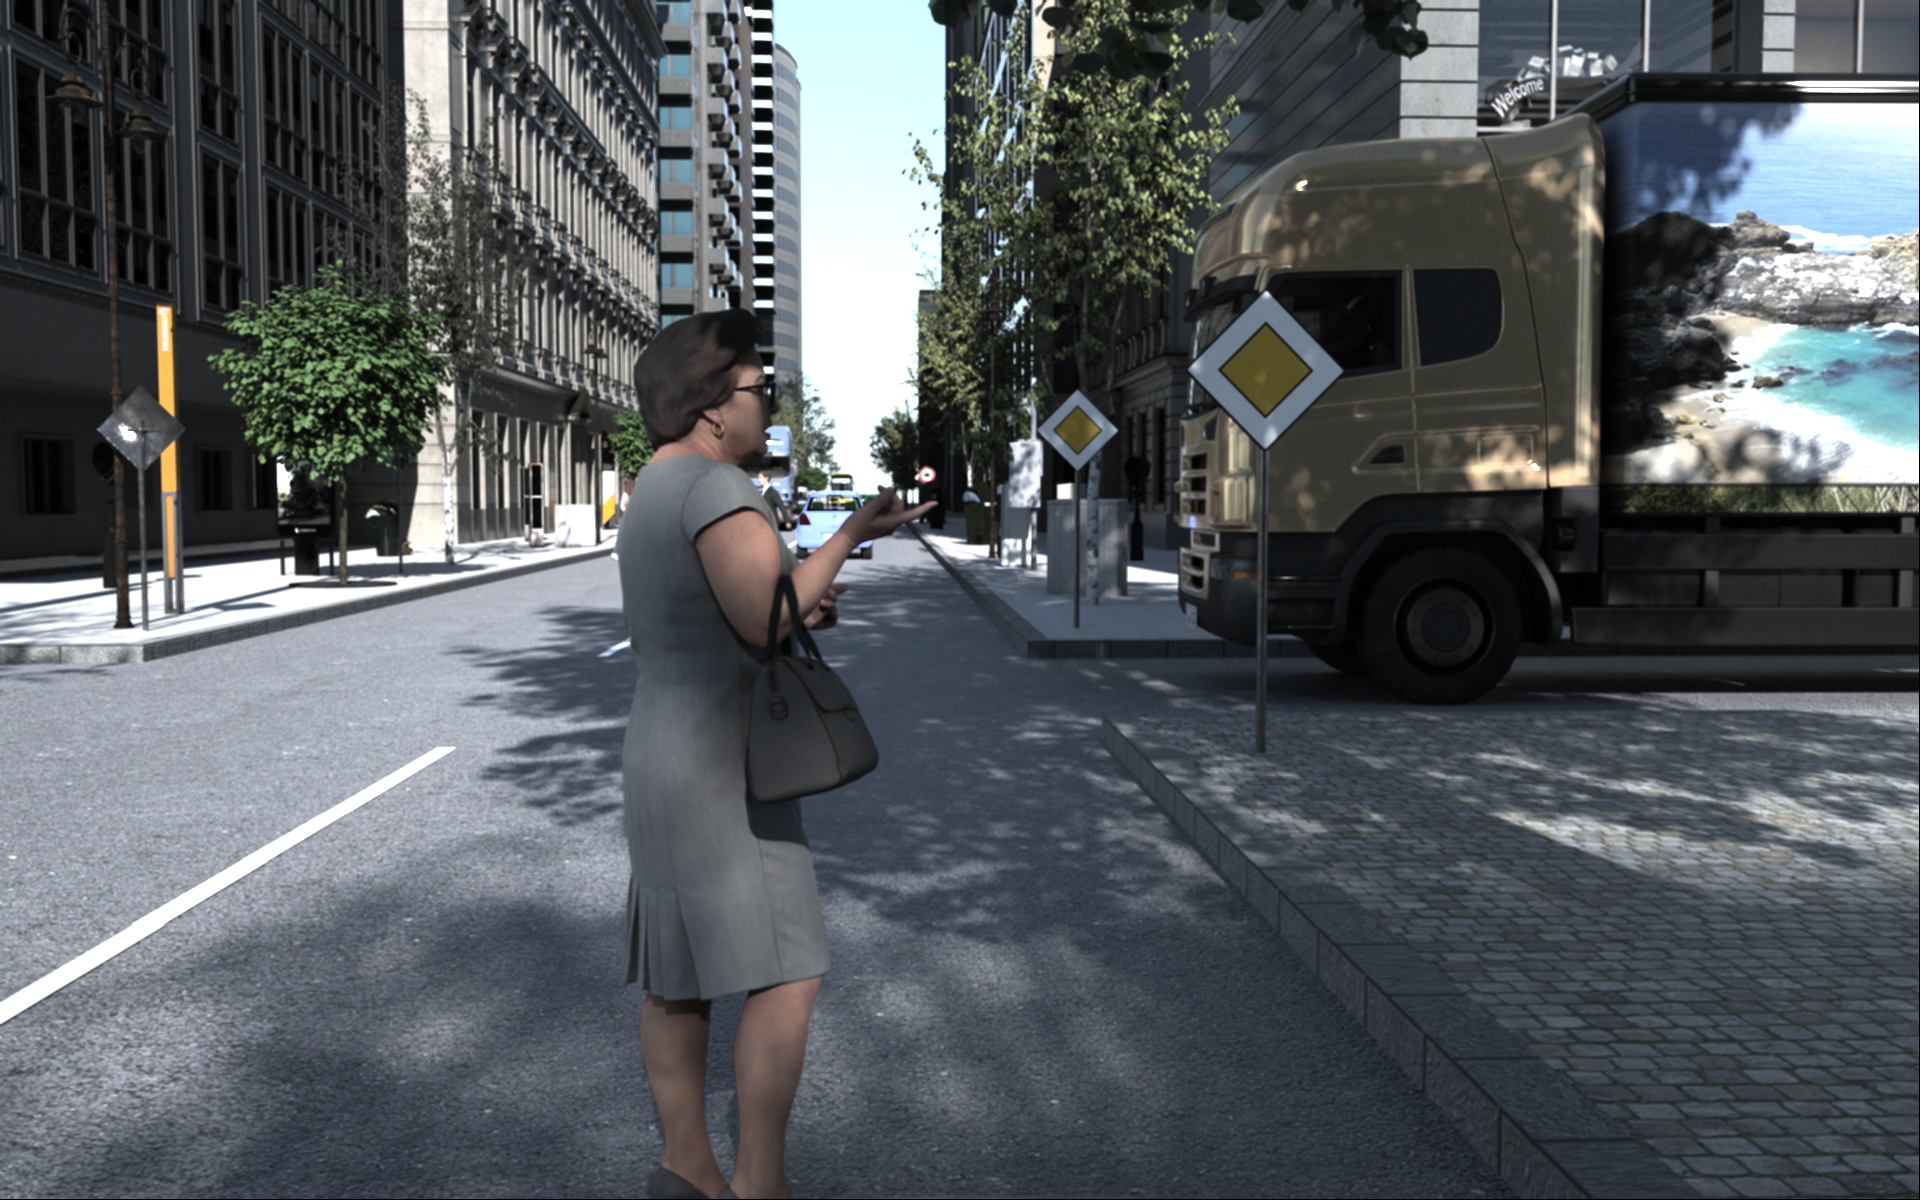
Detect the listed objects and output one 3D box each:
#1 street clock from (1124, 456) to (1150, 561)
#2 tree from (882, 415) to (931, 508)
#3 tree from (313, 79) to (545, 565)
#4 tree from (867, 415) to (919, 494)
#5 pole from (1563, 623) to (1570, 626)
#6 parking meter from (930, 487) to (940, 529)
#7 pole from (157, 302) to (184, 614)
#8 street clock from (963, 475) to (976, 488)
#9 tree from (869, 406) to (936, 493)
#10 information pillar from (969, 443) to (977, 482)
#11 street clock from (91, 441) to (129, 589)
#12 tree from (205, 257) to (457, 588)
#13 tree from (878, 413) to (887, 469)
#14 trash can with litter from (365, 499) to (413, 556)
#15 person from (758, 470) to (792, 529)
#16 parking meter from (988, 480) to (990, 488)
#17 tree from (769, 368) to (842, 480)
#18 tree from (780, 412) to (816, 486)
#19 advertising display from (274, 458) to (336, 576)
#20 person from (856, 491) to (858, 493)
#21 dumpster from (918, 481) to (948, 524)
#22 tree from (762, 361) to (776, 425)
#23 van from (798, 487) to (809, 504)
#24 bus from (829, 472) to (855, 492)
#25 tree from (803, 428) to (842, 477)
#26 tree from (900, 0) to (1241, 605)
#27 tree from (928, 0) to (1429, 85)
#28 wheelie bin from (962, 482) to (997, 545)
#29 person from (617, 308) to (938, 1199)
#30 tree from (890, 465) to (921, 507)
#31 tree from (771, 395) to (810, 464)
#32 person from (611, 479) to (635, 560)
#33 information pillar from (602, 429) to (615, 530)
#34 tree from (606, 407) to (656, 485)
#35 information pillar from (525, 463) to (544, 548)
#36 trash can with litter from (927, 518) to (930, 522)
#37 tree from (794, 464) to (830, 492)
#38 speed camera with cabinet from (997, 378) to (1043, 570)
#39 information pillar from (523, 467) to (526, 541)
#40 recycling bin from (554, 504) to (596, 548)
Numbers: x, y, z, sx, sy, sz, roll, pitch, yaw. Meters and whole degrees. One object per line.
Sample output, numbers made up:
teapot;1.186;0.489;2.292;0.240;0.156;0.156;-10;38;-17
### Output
street clock;3.407;-1.758;33.321;0.358;2.002;0.471;-3;5;-45
tree;-4.798;-12.443;153.811;4.360;8.622;3.978;0;3;0
tree;-9.297;-4.929;30.950;4.360;8.622;3.978;0;3;0
tree;-8.653;-18.497;228.176;9.928;11.665;9.643;0;3;0
pole;5.944;-1.402;16.774;0.158;3.312;0.155;0;3;0
parking meter;-0.922;-3.417;64.285;0.372;1.533;0.369;0;3;0
pole;-8.447;-1.510;18.528;0.158;3.312;0.155;0;3;0
street clock;0.346;-3.611;63.604;0.471;2.002;0.358;0;4;5
tree;-6.147;-15.258;183.887;7.601;10.594;8.767;-1;4;-20
information pillar;0.575;-5.350;78.832;0.504;3.616;0.183;3;5;44
street clock;-11.549;-1.163;23.580;0.471;2.002;0.358;2;4;26
tree;-8.708;-2.471;24.116;4.285;4.588;4.351;0;3;0
tree;0.410;-5.913;47.036;4.737;8.622;4.395;0;3;0
trash can with litter;-11.821;-1.502;35.949;0.624;1.170;1.055;0;4;7
person;-3.433;-1.373;30.729;0.755;1.850;0.659;-2;4;-26
parking meter;1.309;-4.092;72.609;0.255;1.863;0.399;0;4;3
tree;-16.101;-15.721;167.414;12.009;13.543;11.850;0;3;0
tree;-14.854;-12.404;153.168;4.360;8.622;3.978;0;3;0
advertising display;-10.314;-1.351;27.305;0.974;1.923;0.123;1;4;11
person;-13.197;-13.012;221.267;0.705;1.821;1.348;2;4;27
dumpster;-1.173;-4.294;75.963;1.264;1.857;1.865;0;4;-3
tree;-11.797;-8.440;88.359;4.360;8.622;3.978;0;3;0
van;-9.205;-5.506;97.029;2.013;2.044;4.112;0;4;-3
bus;-13.695;-12.783;200.554;2.896;3.916;12.252;0;4;-4
tree;-20.144;-19.036;245.656;7.601;10.594;8.767;-3;5;-44
tree;1.476;-4.264;20.081;4.737;8.622;4.395;0;3;0
tree;2.481;-5.839;2.119;9.857;13.997;8.962;0;3;0
wheelie bin;0.472;-2.188;43.682;0.693;1.594;0.980;2;4;33
person;-0.342;0.342;3.260;0.532;1.782;0.716;-2;4;-28
tree;-5.371;-11.700;175.004;4.285;4.588;4.351;0;3;0
tree;-13.611;-10.887;128.372;4.737;8.622;4.395;0;3;0
person;-7.294;-1.761;37.890;0.643;1.750;0.593;1;4;18
information pillar;-12.658;-4.341;62.331;0.504;3.616;0.183;2;4;28
tree;-10.009;-4.478;56.929;4.285;4.588;4.351;0;3;0
information pillar;-10.196;-2.272;41.639;0.304;2.012;0.304;-2;4;-23
trash can with litter;-1.170;-4.131;78.935;0.624;1.170;1.055;-1;4;-19
tree;-17.416;-13.977;212.235;4.285;4.588;4.351;0;3;0
speed camera with cabinet;1.015;-2.192;30.182;0.660;3.252;2.038;0;4;-4
information pillar;-11.583;-2.589;46.830;0.304;2.012;0.304;-3;5;-41
recycling bin;-9.276;-1.785;41.743;0.722;1.027;0.722;3;5;41
